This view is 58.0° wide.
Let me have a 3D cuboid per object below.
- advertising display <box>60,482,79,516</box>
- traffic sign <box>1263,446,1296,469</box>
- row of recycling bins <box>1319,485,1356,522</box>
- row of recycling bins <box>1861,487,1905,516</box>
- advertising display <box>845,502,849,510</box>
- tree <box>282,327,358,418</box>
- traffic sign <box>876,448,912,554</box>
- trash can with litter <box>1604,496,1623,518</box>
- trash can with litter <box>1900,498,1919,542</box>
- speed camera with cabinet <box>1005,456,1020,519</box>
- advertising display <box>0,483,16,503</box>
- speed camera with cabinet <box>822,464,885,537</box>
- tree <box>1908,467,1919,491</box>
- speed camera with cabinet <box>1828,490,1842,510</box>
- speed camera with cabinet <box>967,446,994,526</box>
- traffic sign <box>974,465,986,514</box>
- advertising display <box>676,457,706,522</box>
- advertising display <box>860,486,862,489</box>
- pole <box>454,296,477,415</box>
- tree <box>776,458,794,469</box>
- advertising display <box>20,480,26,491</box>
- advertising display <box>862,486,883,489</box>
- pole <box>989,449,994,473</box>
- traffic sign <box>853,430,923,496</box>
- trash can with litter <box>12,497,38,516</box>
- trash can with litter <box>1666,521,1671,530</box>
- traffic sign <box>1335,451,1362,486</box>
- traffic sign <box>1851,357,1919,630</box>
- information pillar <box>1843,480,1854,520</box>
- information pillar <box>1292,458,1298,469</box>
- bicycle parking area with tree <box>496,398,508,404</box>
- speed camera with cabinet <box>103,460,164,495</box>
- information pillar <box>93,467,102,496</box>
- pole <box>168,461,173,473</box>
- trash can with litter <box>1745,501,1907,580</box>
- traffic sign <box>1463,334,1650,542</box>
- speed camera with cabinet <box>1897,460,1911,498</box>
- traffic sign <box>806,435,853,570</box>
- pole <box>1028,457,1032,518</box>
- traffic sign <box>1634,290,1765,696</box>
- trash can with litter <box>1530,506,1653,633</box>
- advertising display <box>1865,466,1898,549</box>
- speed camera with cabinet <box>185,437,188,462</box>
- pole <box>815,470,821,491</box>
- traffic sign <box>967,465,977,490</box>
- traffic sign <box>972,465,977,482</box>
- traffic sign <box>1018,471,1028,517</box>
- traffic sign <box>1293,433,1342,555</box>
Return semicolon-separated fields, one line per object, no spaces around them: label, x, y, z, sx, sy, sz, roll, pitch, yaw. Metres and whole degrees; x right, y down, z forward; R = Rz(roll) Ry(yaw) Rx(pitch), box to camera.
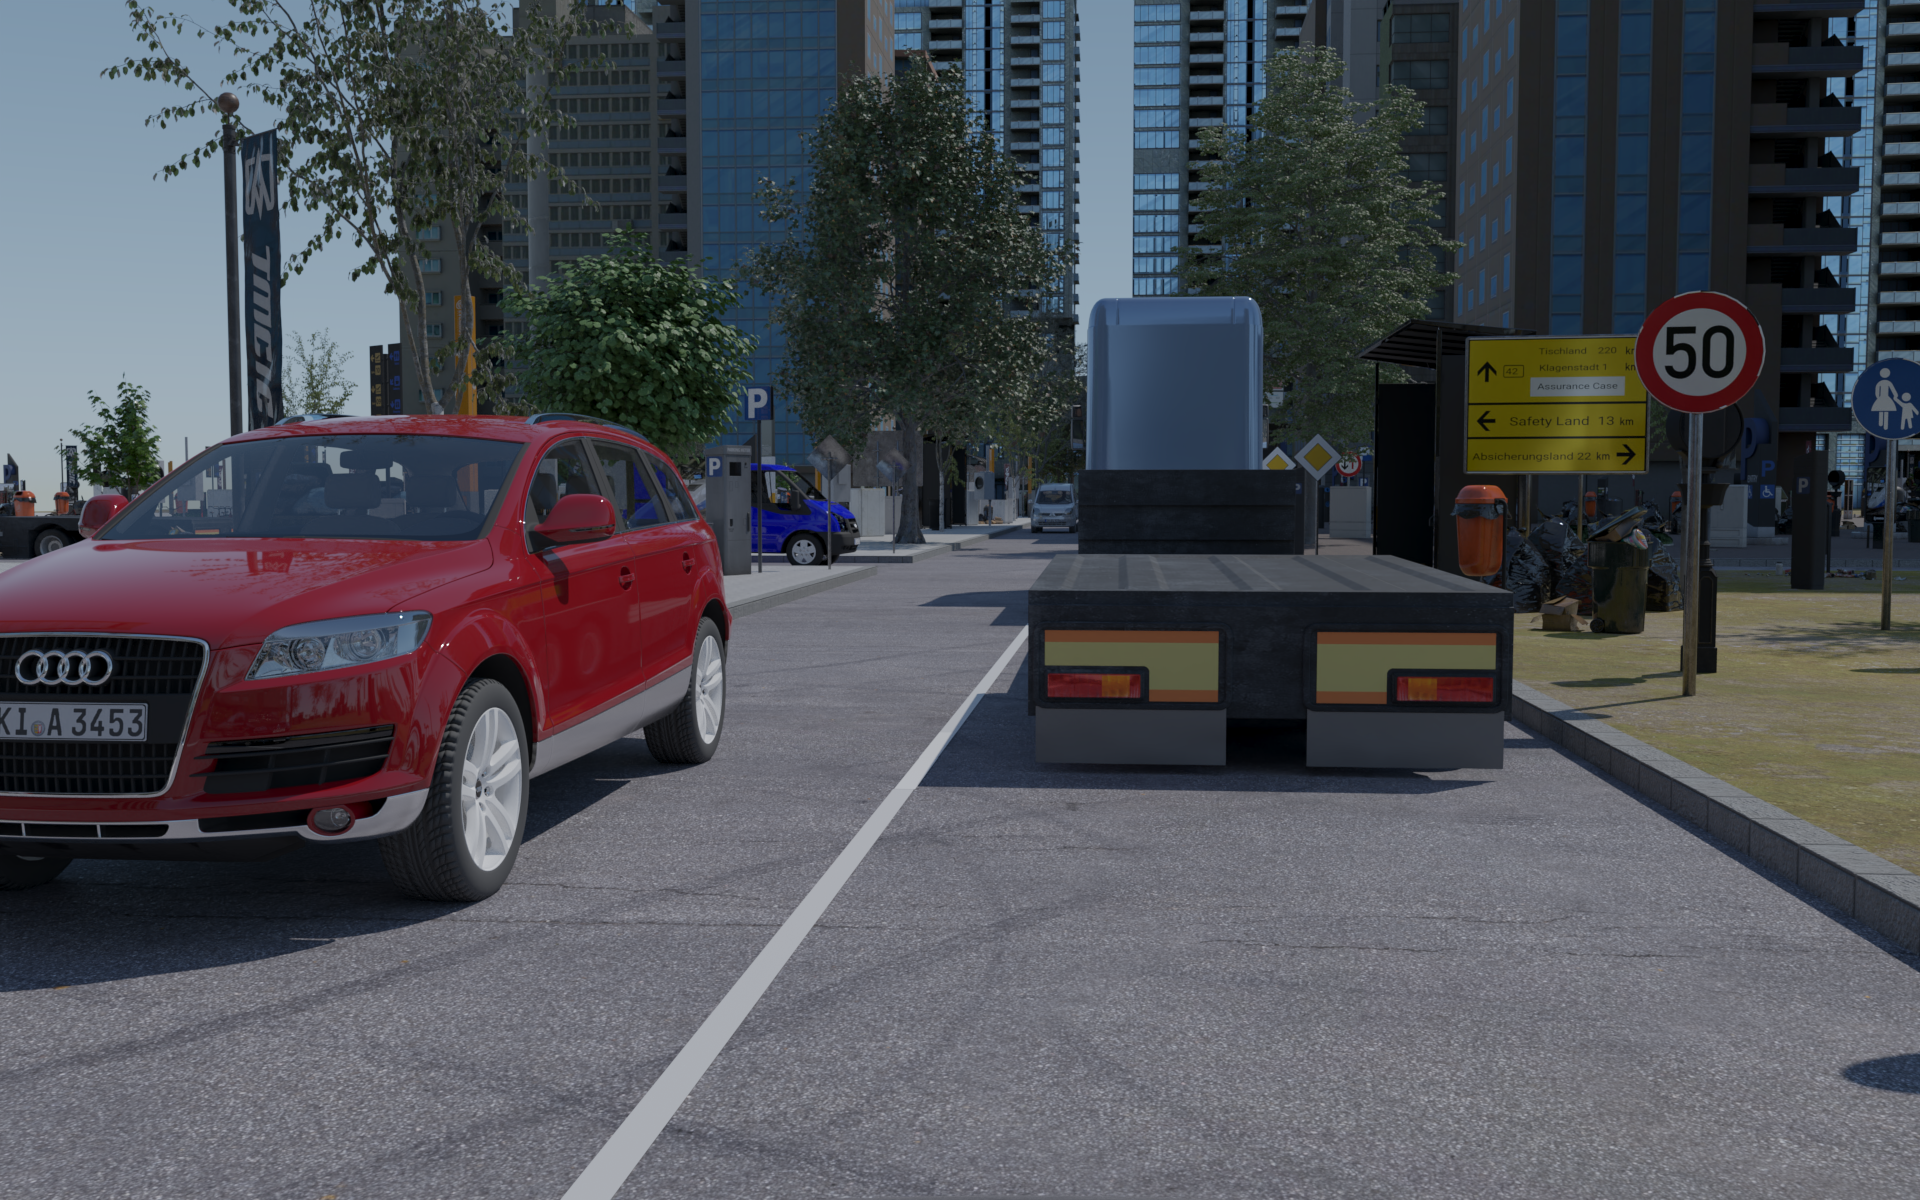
advertising display;-48.289;-5.426;93.928;0.974;1.923;0.123;0;4;7
traffic sign;6.678;-2.010;36.508;0.795;2.450;0.064;0;4;6
row of recycling bins;17.097;-4.464;80.106;3.534;1.692;1.069;-2;4;-29
row of recycling bins;51.535;-5.479;96.698;1.069;1.692;3.534;0;4;0
advertising display;-6.712;-5.994;103.220;0.123;1.923;0.974;-1;4;-10
tree;-28.526;-7.673;75.812;4.737;8.622;4.395;0;3;0
traffic sign;-1.424;-2.061;37.332;0.795;2.450;0.064;0;4;6
trash can with litter;19.055;-2.484;51.676;2.233;1.210;1.678;1;4;13
trash can with litter;25.495;-2.111;45.903;1.055;1.170;0.624;-2;4;-29
speed camera with cabinet;2.685;-5.842;89.847;0.660;3.252;2.038;0;4;-4
advertising display;-56.470;-5.959;102.648;0.974;1.923;0.123;0;4;-1
speed camera with cabinet;-3.185;-3.520;51.885;2.038;3.252;0.660;-3;5;-44
tree;36.185;-4.270;64.408;1.663;3.219;1.824;0;3;0
speed camera with cabinet;39.981;-5.256;80.276;0.660;3.252;2.038;-1;4;-9
speed camera with cabinet;0.573;-4.698;71.155;0.660;3.252;2.038;-3;4;-37
traffic sign;0.816;-4.668;76.432;0.768;2.556;0.104;1;4;12
advertising display;-4.587;-1.507;29.857;0.974;1.923;0.123;1;4;10
advertising display;-5.066;-5.288;91.680;0.123;1.923;0.974;-1;4;-22
pole;-5.100;-1.473;17.925;0.158;3.312;0.155;0;3;0
tree;-9.580;-6.046;93.457;1.663;3.219;1.824;0;3;0
advertising display;-42.647;-4.505;78.870;0.123;1.923;0.974;-2;4;-34
advertising display;-4.400;-5.064;88.013;0.974;1.923;0.123;1;4;22
pole;1.434;-5.161;78.227;0.158;3.312;0.155;0;3;0
traffic sign;-2.317;-3.769;55.500;2.265;3.308;0.079;0;4;6
trash can with litter;-50.989;-5.091;94.302;2.233;1.210;1.678;0;4;-3
trash can with litter;25.852;-3.111;62.248;1.055;1.170;0.624;-2;4;-34
traffic sign;11.467;-3.123;51.163;0.768;2.556;0.104;1;4;8
traffic sign;8.732;-0.988;16.263;0.768;2.556;0.104;1;4;9
information pillar;44.863;-5.074;87.448;0.304;2.012;0.304;-1;4;-15
information pillar;19.950;-6.865;103.599;0.504;3.616;0.183;2;4;27
bicycle parking area with tree;-11.143;-3.927;51.214;8.231;4.147;9.016;1;4;20
speed camera with cabinet;-20.779;-3.012;43.585;0.660;3.252;2.038;0;4;3
information pillar;-52.842;-7.016;106.072;0.504;3.616;0.183;-1;4;-14
pole;-50.460;-7.142;110.612;0.158;3.312;0.155;0;3;0
trash can with litter;13.420;-0.954;26.656;1.678;1.210;2.233;-1;4;-22
traffic sign;7.649;-1.737;22.267;2.265;3.308;0.079;1;4;12
speed camera with cabinet;53.527;-6.422;99.339;2.038;3.252;0.660;-1;4;-12
traffic sign;-2.214;-1.575;29.386;0.795;2.450;0.064;0;4;6
pole;3.753;-6.078;93.219;0.158;3.312;0.155;0;3;0
traffic sign;4.641;-0.663;10.948;0.768;2.556;0.104;1;4;14
trash can with litter;5.869;-0.288;16.099;1.055;1.170;0.624;2;4;31
advertising display;21.537;-2.159;40.512;0.123;1.923;0.974;0;4;-7
speed camera with cabinet;-26.031;-4.020;60.061;2.038;3.252;0.660;0;4;4
pole;-5.544;-4.513;67.636;0.158;3.312;0.155;0;3;0
traffic sign;0.350;-4.611;75.502;0.768;2.556;0.104;1;4;12
traffic sign;0.712;-4.701;76.868;0.884;2.594;0.081;1;4;11
traffic sign;3.493;-5.828;95.397;0.768;2.556;0.104;1;4;12
traffic sign;5.888;-1.524;28.562;0.795;2.450;0.064;0;4;6
